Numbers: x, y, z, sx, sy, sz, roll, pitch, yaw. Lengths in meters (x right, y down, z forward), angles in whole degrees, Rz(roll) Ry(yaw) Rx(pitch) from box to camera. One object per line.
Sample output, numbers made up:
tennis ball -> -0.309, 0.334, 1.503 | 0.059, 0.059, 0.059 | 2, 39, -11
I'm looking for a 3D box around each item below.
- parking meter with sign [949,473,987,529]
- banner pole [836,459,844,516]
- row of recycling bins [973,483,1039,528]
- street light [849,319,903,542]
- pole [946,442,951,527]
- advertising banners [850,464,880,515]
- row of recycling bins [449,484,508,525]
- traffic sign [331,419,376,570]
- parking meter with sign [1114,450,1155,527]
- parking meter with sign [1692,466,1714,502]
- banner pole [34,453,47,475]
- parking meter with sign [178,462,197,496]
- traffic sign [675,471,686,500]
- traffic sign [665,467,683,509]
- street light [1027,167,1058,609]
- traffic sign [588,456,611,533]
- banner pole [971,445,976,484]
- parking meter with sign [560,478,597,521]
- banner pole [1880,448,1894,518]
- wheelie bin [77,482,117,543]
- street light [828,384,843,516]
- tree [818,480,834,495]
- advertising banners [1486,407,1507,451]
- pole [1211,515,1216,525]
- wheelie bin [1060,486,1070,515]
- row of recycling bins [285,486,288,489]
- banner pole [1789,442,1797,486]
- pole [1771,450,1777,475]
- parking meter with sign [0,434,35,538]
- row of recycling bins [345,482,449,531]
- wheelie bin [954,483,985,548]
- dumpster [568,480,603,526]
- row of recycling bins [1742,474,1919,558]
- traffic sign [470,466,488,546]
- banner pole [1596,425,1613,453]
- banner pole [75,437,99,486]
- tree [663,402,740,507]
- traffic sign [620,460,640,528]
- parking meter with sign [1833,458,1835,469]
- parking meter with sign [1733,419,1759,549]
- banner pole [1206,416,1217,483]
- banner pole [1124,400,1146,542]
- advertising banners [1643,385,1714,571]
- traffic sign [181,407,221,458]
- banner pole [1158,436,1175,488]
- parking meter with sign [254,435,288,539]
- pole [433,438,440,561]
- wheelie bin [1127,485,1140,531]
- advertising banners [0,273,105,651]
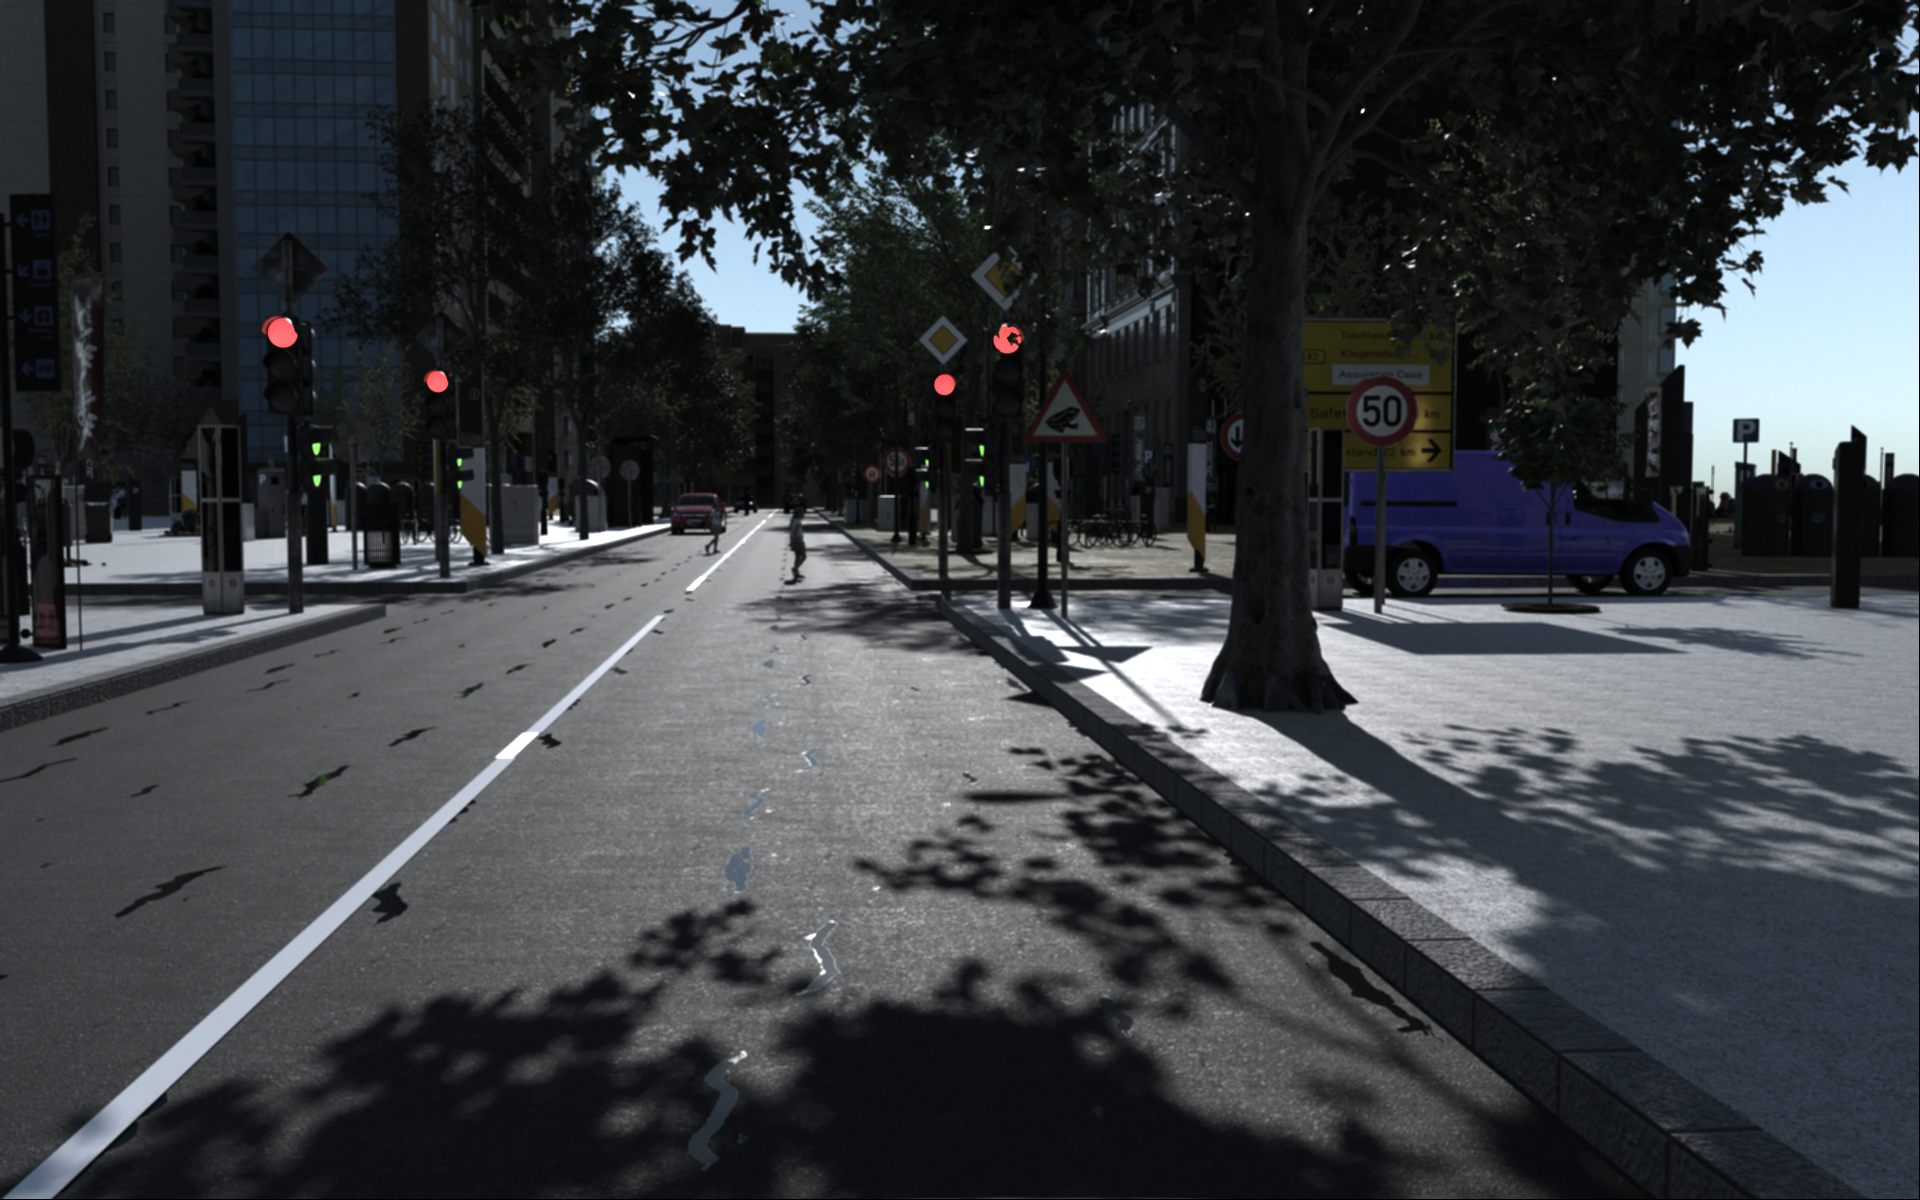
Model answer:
parking meter with sign -> 0.148, -4.172, 64.479 | 1.738, 3.016, 0.543 | 0, 4, -1
banner pole -> -6.862, -6.718, 99.862 | 0.401, 3.779, 0.863 | 3, 4, 38
row of recycling bins -> 1.779, -3.610, 66.136 | 3.534, 1.692, 1.069 | 0, 4, -8
street light -> -2.235, -4.500, 46.124 | 1.470, 5.913, 1.316 | 0, 4, -5
pole -> -0.444, -4.549, 68.227 | 0.158, 3.312, 0.155 | 0, 3, 0
advertising banners -> -5.311, -6.182, 97.265 | 2.074, 3.025, 0.090 | -2, 4, -25
row of recycling bins -> -19.916, -3.941, 71.549 | 3.534, 1.692, 1.069 | 1, 4, 21
traffic sign -> -10.275, -1.788, 29.343 | 0.768, 2.556, 0.104 | 0, 4, 1
parking meter with sign -> 6.804, -4.370, 67.705 | 1.738, 3.016, 0.543 | -3, 5, -39
parking meter with sign -> 45.346, -6.739, 106.447 | 1.738, 3.016, 0.543 | 1, 4, 23
banner pole -> -52.200, -6.618, 98.225 | 0.863, 3.779, 0.401 | -1, 4, -17
parking meter with sign -> -42.286, -6.093, 95.879 | 1.738, 3.016, 0.543 | -1, 4, -19
traffic sign -> -13.909, -5.156, 85.489 | 0.795, 2.450, 0.064 | 0, 4, -1
traffic sign -> -13.902, -5.147, 84.164 | 0.884, 2.594, 0.081 | 0, 4, -5
street light -> 0.392, -2.860, 19.302 | 1.470, 5.913, 1.316 | 0, 4, -5
traffic sign -> -11.948, -3.503, 57.381 | 0.768, 2.556, 0.104 | 0, 4, 4
banner pole -> 0.516, -4.892, 70.000 | 0.401, 3.779, 0.863 | -1, 4, -19
parking meter with sign -> -17.901, -5.208, 81.405 | 1.738, 3.016, 0.543 | -2, 4, -30
banner pole -> 49.818, -6.312, 93.218 | 0.401, 3.779, 0.863 | -3, 5, -41
wheelie bin -> -22.735, -2.311, 45.687 | 0.980, 1.594, 0.693 | -1, 4, -16
street light -> -4.894, -6.181, 73.596 | 1.470, 5.913, 1.316 | 0, 4, -5
tree -> -12.978, -10.758, 170.499 | 1.663, 3.219, 1.824 | 0, 3, 0
advertising banners -> 10.071, -2.351, 34.634 | 2.074, 3.025, 0.090 | -1, 4, -17
pole -> 10.678, -4.840, 72.975 | 0.158, 3.312, 0.155 | 0, 3, 0
wheelie bin -> 3.948, -3.739, 69.040 | 0.980, 1.594, 0.693 | 2, 4, 34
row of recycling bins -> -33.480, -5.042, 89.555 | 3.534, 1.692, 1.069 | -2, 4, -30
banner pole -> 40.053, -5.708, 83.344 | 0.401, 3.779, 0.863 | 0, 4, 3
pole -> 37.400, -5.247, 79.633 | 0.158, 3.312, 0.155 | 0, 3, 0
parking meter with sign -> -27.889, -3.335, 50.795 | 1.738, 3.016, 0.543 | 2, 4, 28
row of recycling bins -> -20.007, -3.296, 61.010 | 3.534, 1.692, 1.069 | 1, 4, 9
wheelie bin -> 0.206, -2.029, 41.086 | 0.693, 1.594, 0.980 | -1, 4, -9
dumpster -> -15.254, -3.956, 70.439 | 1.264, 1.857, 1.865 | 0, 4, -6
row of recycling bins -> 17.991, -1.744, 35.628 | 3.534, 1.692, 1.069 | 1, 4, 9
traffic sign -> -12.008, -2.597, 42.470 | 0.884, 2.594, 0.081 | 0, 4, -4
banner pole -> 21.461, -4.143, 57.753 | 0.863, 3.779, 0.401 | 1, 4, 17
banner pole -> -28.390, -4.069, 56.538 | 0.863, 3.779, 0.401 | 0, 4, 3
tree -> -17.689, -9.913, 112.438 | 4.737, 8.622, 4.395 | 0, 3, 0
traffic sign -> -12.400, -3.970, 65.021 | 0.768, 2.556, 0.104 | 0, 4, 3
parking meter with sign -> 42.798, -5.307, 83.025 | 0.543, 3.016, 1.738 | -2, 4, -33
parking meter with sign -> 18.577, -2.730, 40.897 | 0.543, 3.016, 1.738 | 2, 4, 27
banner pole -> 6.881, -3.599, 48.861 | 0.863, 3.779, 0.401 | 2, 4, 34
banner pole -> 4.673, -3.437, 46.204 | 0.401, 3.779, 0.863 | -3, 4, -37
advertising banners -> 11.770, -1.972, 28.422 | 2.074, 3.025, 0.090 | -3, 4, -36
traffic sign -> -11.205, -1.585, 25.916 | 0.884, 2.594, 0.081 | 0, 4, -3
banner pole -> 8.857, -5.200, 75.034 | 0.863, 3.779, 0.401 | 0, 4, 3
parking meter with sign -> -20.051, -3.310, 50.380 | 0.543, 3.016, 1.738 | 1, 4, 23
pole -> -9.983, -2.405, 33.172 | 0.158, 3.312, 0.155 | 0, 3, 0
wheelie bin -> 6.116, -3.091, 58.445 | 0.980, 1.594, 0.693 | -3, 4, -36
advertising banners -> -7.620, -1.113, 14.383 | 2.074, 3.025, 0.090 | 2, 4, 35
